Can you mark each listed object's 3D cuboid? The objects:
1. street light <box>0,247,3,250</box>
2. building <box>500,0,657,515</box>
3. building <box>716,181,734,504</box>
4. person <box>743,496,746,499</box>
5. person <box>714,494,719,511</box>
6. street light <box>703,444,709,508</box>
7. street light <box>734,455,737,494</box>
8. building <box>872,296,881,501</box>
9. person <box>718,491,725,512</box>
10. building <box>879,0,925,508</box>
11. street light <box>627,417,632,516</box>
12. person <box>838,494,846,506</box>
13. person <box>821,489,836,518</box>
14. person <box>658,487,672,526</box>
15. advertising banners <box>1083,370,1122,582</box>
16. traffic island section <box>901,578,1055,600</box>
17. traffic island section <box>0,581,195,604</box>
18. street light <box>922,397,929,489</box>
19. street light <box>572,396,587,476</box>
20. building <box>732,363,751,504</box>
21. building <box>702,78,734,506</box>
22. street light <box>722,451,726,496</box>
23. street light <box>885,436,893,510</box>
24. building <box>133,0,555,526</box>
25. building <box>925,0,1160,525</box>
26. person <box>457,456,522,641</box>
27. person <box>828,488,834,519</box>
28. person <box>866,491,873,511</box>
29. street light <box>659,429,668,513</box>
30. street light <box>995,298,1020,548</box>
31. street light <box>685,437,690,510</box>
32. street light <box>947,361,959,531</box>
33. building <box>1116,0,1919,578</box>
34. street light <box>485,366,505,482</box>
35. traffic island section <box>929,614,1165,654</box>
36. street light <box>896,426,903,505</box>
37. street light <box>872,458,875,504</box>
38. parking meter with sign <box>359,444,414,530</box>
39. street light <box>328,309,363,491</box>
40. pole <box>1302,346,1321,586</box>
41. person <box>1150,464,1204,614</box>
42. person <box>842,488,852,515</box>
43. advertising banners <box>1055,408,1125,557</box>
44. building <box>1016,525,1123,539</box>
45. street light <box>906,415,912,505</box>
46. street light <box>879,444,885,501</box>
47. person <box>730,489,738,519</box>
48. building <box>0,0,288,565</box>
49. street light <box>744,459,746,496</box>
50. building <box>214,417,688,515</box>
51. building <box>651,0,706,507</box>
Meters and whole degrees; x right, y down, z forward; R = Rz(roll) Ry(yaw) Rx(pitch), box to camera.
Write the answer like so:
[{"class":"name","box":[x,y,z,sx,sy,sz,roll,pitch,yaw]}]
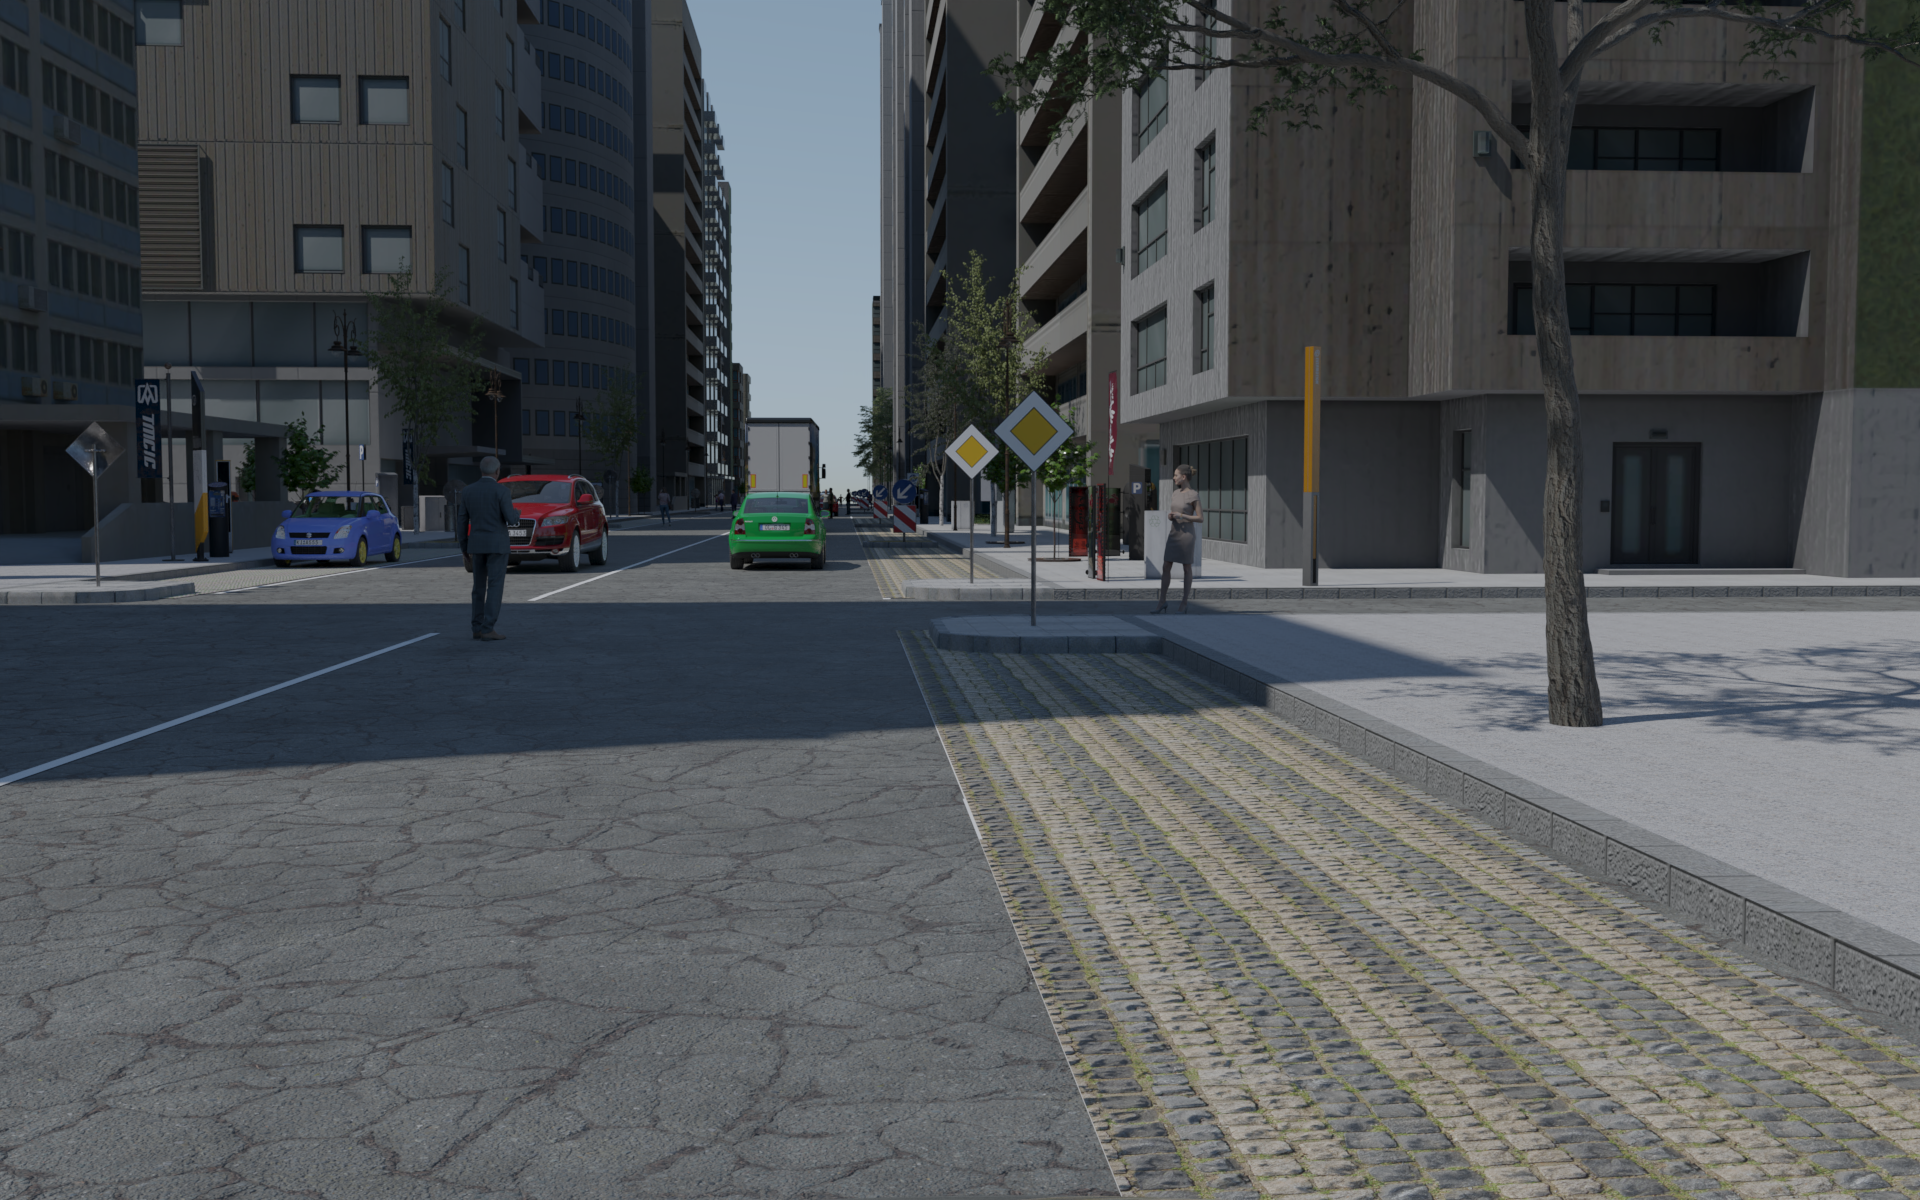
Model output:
[{"class":"street light","box":[-13.957,-3.149,24.279,0.468,5.910,1.993,0,4,-4]},{"class":"building","box":[-31.887,-34.821,111.315,21.231,58.520,28.212,0,4,-4]},{"class":"building","box":[-36.361,-32.797,219.821,14.154,41.232,14.086,0,4,-4]},{"class":"person","box":[-20.123,-9.491,164.391,1.217,1.735,0.721,3,4,38]},{"class":"person","box":[-20.172,-8.085,143.915,0.599,1.433,0.991,-1,4,-17]},{"class":"street light","box":[-23.304,-11.411,159.365,0.468,5.910,1.993,0,4,-4]},{"class":"street light","box":[-26.273,-14.072,202.859,0.468,5.910,1.993,0,4,-4]},{"class":"building","box":[-5.778,-29.370,251.894,14.160,30.474,14.107,0,4,-4]},{"class":"person","box":[-19.437,-8.026,140.655,0.436,1.711,0.756,3,5,45]},{"class":"building","box":[1.014,-40.642,206.487,21.231,58.520,28.212,0,4,-4]},{"class":"street light","box":[-19.240,-7.822,100.679,0.468,5.910,1.993,0,4,-4]},{"class":"person","box":[-11.918,-9.871,173.155,1.065,1.426,0.557,-1,4,-19]},{"class":"person","box":[-8.182,-5.893,105.644,1.217,1.735,0.721,0,4,7]},{"class":"person","box":[-13.112,-4.163,77.161,0.593,1.750,0.643,-1,4,-21]},{"class":"advertising banners","box":[2.086,-1.796,25.551,0.090,3.025,2.074,0,4,-6]},{"class":"traffic island section","box":[0.189,-0.157,24.852,2.009,0.180,2.903,0,4,-4]},{"class":"traffic island section","box":[-11.974,-0.107,24.026,2.009,0.180,2.903,0,4,-4]},{"class":"street light","box":[-1.575,-6.567,80.164,0.468,5.910,1.993,0,4,-4]},{"class":"street light","box":[-17.932,-6.665,81.763,0.468,5.910,1.993,0,4,-4]},{"class":"building","box":[-43.739,-24.244,241.421,27.650,21.520,28.899,0,4,-4]},{"class":"building","box":[-38.307,-35.311,196.940,23.786,49.044,30.456,0,4,-4]},{"class":"street light","box":[-24.934,-12.877,183.325,0.468,5.910,1.993,0,4,-4]},{"class":"street light","box":[-5.511,-10.060,137.276,0.468,5.910,1.993,0,4,-4]},{"class":"building","box":[-33.573,-29.692,74.697,28.713,52.752,27.495,0,4,-4]},{"class":"building","box":[9.328,-28.472,89.224,21.300,48.544,21.600,0,4,-4]},{"class":"person","box":[-4.618,-0.517,17.127,0.661,1.801,0.590,1,4,15]},{"class":"person","box":[-7.556,-5.655,101.055,0.705,1.812,1.348,0,4,-7]},{"class":"person","box":[-7.655,-8.399,146.746,0.541,1.710,0.530,1,4,15]},{"class":"street light","box":[-20.579,-9.016,120.206,0.468,5.910,1.993,0,4,-4]},{"class":"street light","box":[1.120,-4.172,41.007,0.468,5.910,1.993,0,4,-4]},{"class":"street light","box":[-21.886,-10.186,139.324,0.468,5.910,1.993,0,4,-4]},{"class":"street light","box":[-0.162,-5.349,60.252,0.468,5.910,1.993,0,4,-4]},{"class":"building","box":[10.968,-15.941,32.340,14.107,30.474,14.160,0,4,-4]},{"class":"street light","box":[-16.719,-5.487,62.505,0.468,5.910,1.993,0,4,-4]},{"class":"traffic island section","box":[0.735,0.330,16.886,2.009,0.180,2.903,0,4,-4]},{"class":"street light","box":[-4.111,-8.892,118.165,0.468,5.910,1.993,0,4,-4]},{"class":"street light","box":[-9.840,-13.909,200.204,0.468,5.910,1.993,0,4,-4]},{"class":"parking meter with sign","box":[-20.314,-3.985,61.421,1.738,3.016,0.543,-2,4,-34]},{"class":"street light","box":[-15.351,-4.318,43.391,0.468,5.910,1.993,0,4,-4]},{"class":"pole","box":[4.889,-1.849,24.071,0.158,3.312,0.155,0,3,0]},{"class":"person","box":[2.586,-0.719,20.594,0.374,1.781,0.599,-3,5,-40]},{"class":"person","box":[-7.723,-6.781,119.380,0.705,1.822,1.348,-2,4,-28]},{"class":"advertising banners","box":[2.466,-2.396,35.358,2.074,3.025,0.090,-2,4,-27]},{"class":"building","box":[13.610,-26.617,58.883,21.300,48.544,21.600,0,4,-4]},{"class":"street light","box":[-2.877,-7.749,99.483,0.468,5.910,1.993,0,4,-4]},{"class":"street light","box":[-6.793,-11.240,156.565,0.468,5.910,1.993,0,4,-4]},{"class":"person","box":[-13.171,-5.601,100.993,0.541,1.710,0.530,-3,5,-39]},{"class":"building","box":[-32.665,-21.092,36.741,32.217,40.220,23.993,0,4,-4]},{"class":"street light","box":[-27.572,-15.261,222.296,0.468,5.910,1.993,0,4,-4]},{"class":"building","box":[-38.534,-27.257,137.534,32.217,40.220,23.993,0,4,-4]},{"class":"building","box":[-35.387,-32.851,160.820,21.300,48.544,21.600,0,4,-4]}]
